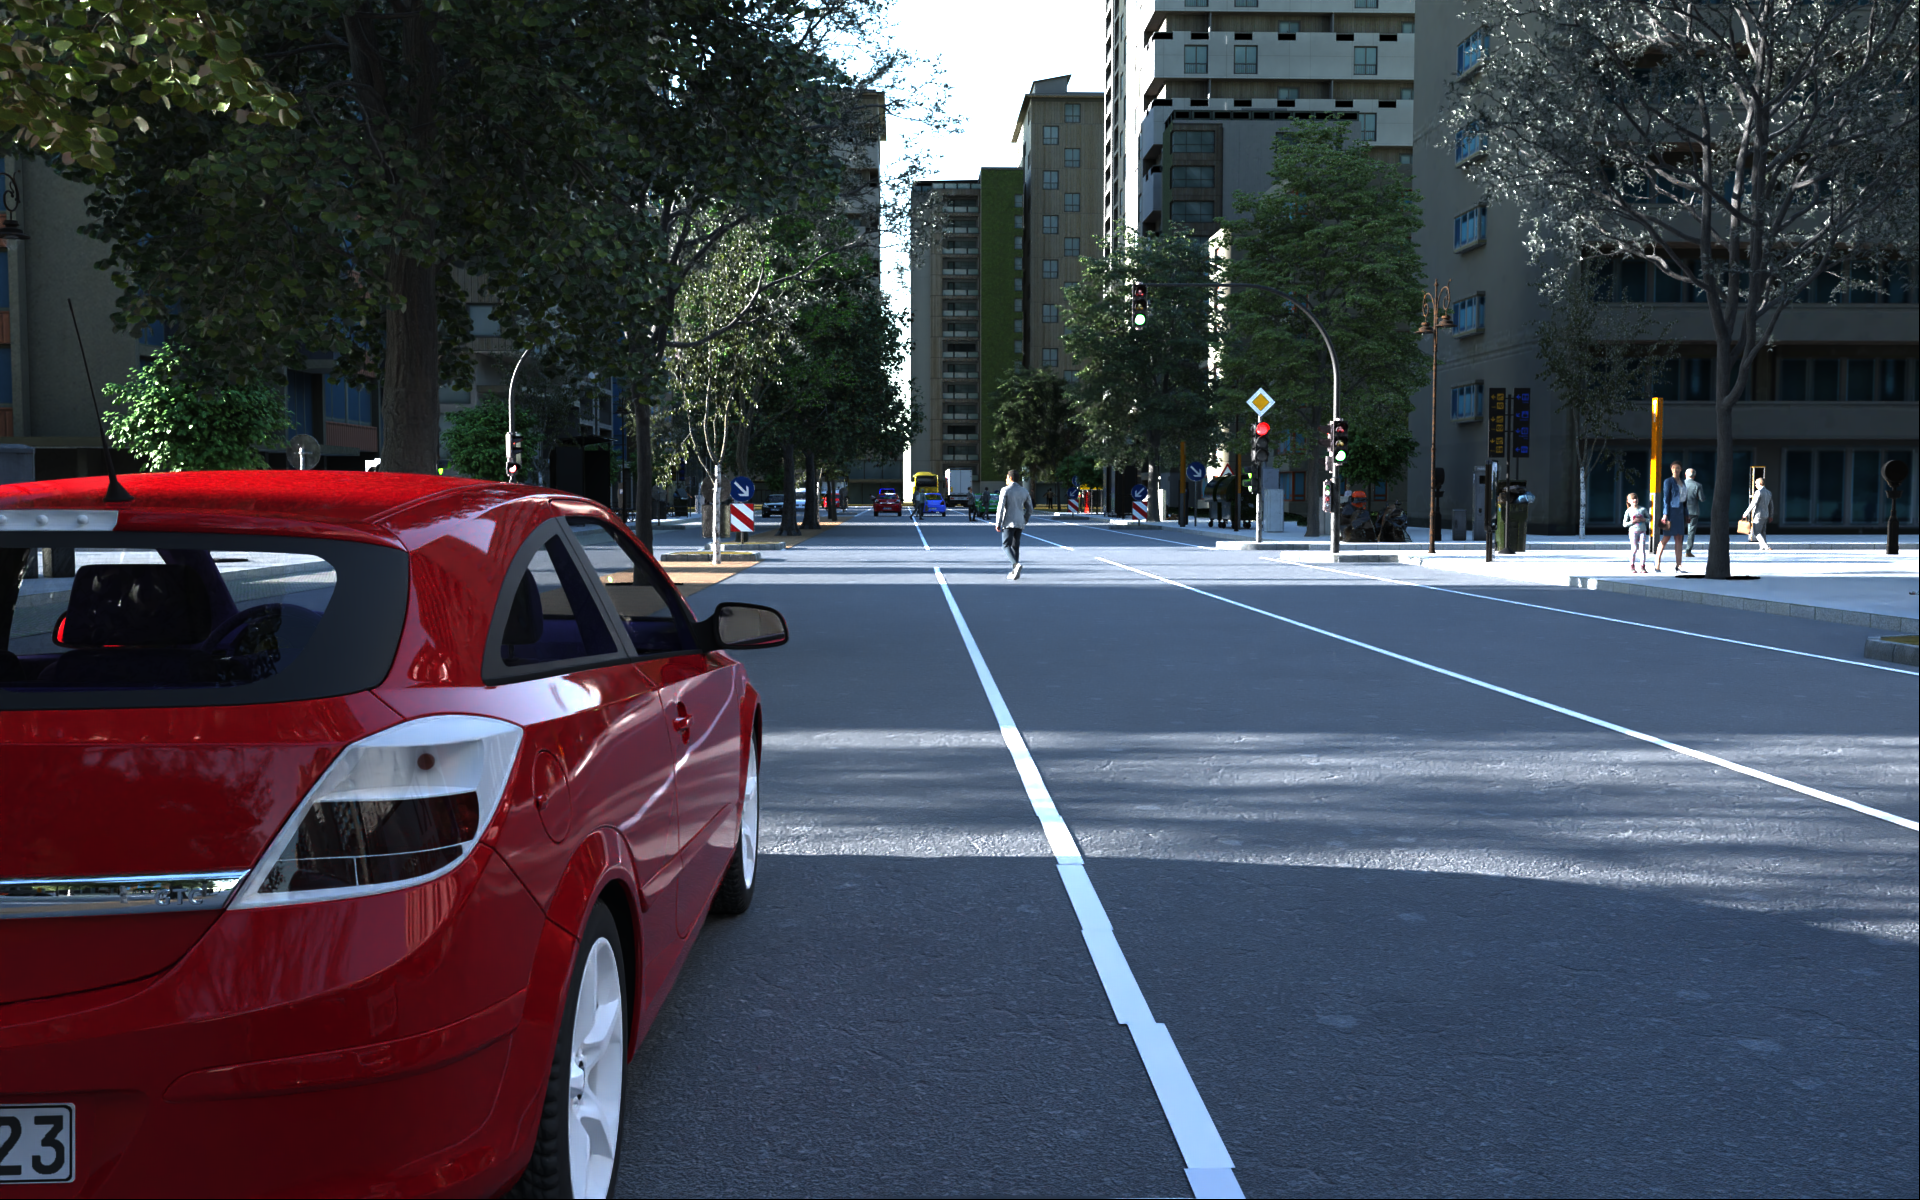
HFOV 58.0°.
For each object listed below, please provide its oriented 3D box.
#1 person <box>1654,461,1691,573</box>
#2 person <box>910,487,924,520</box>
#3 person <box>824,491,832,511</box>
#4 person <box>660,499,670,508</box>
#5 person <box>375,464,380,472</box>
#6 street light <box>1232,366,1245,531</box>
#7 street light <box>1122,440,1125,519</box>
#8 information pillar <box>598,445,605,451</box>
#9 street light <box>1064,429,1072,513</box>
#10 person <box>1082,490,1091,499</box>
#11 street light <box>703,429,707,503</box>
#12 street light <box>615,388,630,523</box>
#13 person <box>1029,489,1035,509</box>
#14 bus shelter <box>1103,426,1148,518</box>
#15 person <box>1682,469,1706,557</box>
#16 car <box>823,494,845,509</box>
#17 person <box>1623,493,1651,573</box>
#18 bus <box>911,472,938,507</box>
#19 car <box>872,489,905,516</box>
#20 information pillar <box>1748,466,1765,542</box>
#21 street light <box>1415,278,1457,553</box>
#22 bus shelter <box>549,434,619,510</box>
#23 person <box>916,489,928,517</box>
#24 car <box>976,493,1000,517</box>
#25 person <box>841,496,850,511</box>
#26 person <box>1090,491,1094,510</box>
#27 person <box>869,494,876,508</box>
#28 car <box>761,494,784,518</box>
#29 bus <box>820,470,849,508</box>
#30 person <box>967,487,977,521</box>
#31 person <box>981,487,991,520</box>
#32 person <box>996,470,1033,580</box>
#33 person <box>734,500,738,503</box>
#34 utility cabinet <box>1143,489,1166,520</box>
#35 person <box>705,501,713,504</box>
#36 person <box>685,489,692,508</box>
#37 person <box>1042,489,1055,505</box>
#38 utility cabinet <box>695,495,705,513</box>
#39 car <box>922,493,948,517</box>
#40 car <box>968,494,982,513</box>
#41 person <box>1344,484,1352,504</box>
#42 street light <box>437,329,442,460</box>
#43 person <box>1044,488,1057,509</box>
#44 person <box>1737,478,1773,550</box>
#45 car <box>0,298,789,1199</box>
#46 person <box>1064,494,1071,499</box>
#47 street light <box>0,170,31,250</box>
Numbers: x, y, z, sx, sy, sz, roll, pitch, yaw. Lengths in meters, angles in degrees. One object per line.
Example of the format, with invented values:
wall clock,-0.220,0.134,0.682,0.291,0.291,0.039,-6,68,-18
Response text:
person,11.623,-1.356,28.236,0.581,1.822,0.654,-1,4,-11
person,-2.406,-5.376,96.505,0.850,1.850,0.679,1,4,18
person,-11.020,-8.323,145.408,0.721,1.723,1.217,3,5,41
person,-16.691,-5.574,97.364,0.728,1.800,0.709,1,4,14
person,-8.867,-1.156,26.764,0.474,1.900,0.648,2,4,33
street light,9.502,-5.298,59.418,0.468,5.910,1.993,0,4,-2
street light,8.492,-7.161,89.864,0.468,5.910,1.993,0,4,-2
information pillar,-16.851,-5.534,81.829,0.504,3.616,0.183,0,4,6
street light,7.504,-9.018,120.236,0.468,5.910,1.993,0,4,-2
person,9.682,-7.633,131.551,0.721,1.736,1.217,-2,4,-31
street light,-15.630,-8.162,106.236,0.468,5.910,1.993,0,4,-2
street light,-14.739,-6.301,75.804,0.468,5.910,1.993,0,4,-2
person,6.254,-8.919,152.394,0.750,1.759,0.617,1,4,23
bus shelter,9.081,-7.334,97.550,2.179,5.291,8.768,0,4,-2
person,14.919,-1.787,35.444,0.661,1.801,0.590,2,4,34
car,-11.777,-9.393,162.621,2.155,1.783,4.494,0,4,-1
person,11.034,-1.092,28.172,0.425,1.301,0.394,-1,4,-10
bus,-3.880,-12.214,191.248,2.896,3.916,12.252,0,4,-3
car,-4.695,-6.347,112.811,2.155,1.783,4.494,0,4,-1
information pillar,21.191,-2.543,46.066,0.304,2.012,0.304,1,4,9
street light,10.212,-3.946,37.297,0.468,5.910,1.993,0,4,-2
bus shelter,-15.389,-4.887,71.187,1.731,3.624,6.357,0,4,-2
person,-2.340,-6.077,108.340,0.782,1.767,0.515,3,4,37
car,1.986,-6.070,108.046,1.959,1.807,4.718,0,4,-3
person,-9.497,-8.206,143.193,0.721,1.766,1.217,3,4,39
person,10.648,-8.141,140.614,0.415,1.643,0.593,0,4,-1
person,-8.907,-10.086,176.600,0.628,1.438,0.799,3,4,37
car,-11.191,-5.912,106.440,2.009,1.686,4.222,0,4,-1
bus,-12.849,-11.396,177.870,2.896,3.916,12.252,0,4,-2
person,0.637,-5.019,90.735,0.592,1.802,0.473,-2,4,-30
person,1.481,-5.390,96.733,0.850,1.850,0.679,-3,5,-44
person,0.942,-1.270,29.113,0.661,1.843,0.795,-2,4,-26
person,-14.251,-5.909,110.125,0.382,1.210,0.505,2,4,27
utility cabinet,9.347,-4.561,83.258,1.173,1.500,0.318,3,5,41
person,-13.545,-5.212,94.384,0.731,1.740,0.598,-1,4,-13
person,-25.850,-9.586,163.491,1.217,1.735,0.721,-3,4,-38
person,8.534,-9.795,167.007,1.217,1.723,0.721,1,4,18
utility cabinet,-17.536,-6.544,118.150,1.020,1.237,0.306,0,4,-8
car,-1.755,-6.201,110.975,1.945,1.707,3.694,0,4,0
car,1.611,-7.631,133.560,1.959,1.807,4.718,0,4,-3
person,17.530,-4.328,77.470,0.598,1.740,0.731,3,4,36
street light,-13.605,-4.423,45.109,0.468,5.910,1.993,0,4,-2
person,8.060,-9.046,153.951,1.348,1.823,0.705,2,4,25
person,18.679,-1.947,40.461,0.709,1.813,0.853,-2,4,-35
car,-1.575,0.269,4.637,2.155,1.783,4.494,0,4,-1
person,12.091,-11.361,191.423,1.348,1.869,0.705,3,5,41
street light,-13.002,-3.083,23.196,0.468,5.910,1.993,0,4,-2
